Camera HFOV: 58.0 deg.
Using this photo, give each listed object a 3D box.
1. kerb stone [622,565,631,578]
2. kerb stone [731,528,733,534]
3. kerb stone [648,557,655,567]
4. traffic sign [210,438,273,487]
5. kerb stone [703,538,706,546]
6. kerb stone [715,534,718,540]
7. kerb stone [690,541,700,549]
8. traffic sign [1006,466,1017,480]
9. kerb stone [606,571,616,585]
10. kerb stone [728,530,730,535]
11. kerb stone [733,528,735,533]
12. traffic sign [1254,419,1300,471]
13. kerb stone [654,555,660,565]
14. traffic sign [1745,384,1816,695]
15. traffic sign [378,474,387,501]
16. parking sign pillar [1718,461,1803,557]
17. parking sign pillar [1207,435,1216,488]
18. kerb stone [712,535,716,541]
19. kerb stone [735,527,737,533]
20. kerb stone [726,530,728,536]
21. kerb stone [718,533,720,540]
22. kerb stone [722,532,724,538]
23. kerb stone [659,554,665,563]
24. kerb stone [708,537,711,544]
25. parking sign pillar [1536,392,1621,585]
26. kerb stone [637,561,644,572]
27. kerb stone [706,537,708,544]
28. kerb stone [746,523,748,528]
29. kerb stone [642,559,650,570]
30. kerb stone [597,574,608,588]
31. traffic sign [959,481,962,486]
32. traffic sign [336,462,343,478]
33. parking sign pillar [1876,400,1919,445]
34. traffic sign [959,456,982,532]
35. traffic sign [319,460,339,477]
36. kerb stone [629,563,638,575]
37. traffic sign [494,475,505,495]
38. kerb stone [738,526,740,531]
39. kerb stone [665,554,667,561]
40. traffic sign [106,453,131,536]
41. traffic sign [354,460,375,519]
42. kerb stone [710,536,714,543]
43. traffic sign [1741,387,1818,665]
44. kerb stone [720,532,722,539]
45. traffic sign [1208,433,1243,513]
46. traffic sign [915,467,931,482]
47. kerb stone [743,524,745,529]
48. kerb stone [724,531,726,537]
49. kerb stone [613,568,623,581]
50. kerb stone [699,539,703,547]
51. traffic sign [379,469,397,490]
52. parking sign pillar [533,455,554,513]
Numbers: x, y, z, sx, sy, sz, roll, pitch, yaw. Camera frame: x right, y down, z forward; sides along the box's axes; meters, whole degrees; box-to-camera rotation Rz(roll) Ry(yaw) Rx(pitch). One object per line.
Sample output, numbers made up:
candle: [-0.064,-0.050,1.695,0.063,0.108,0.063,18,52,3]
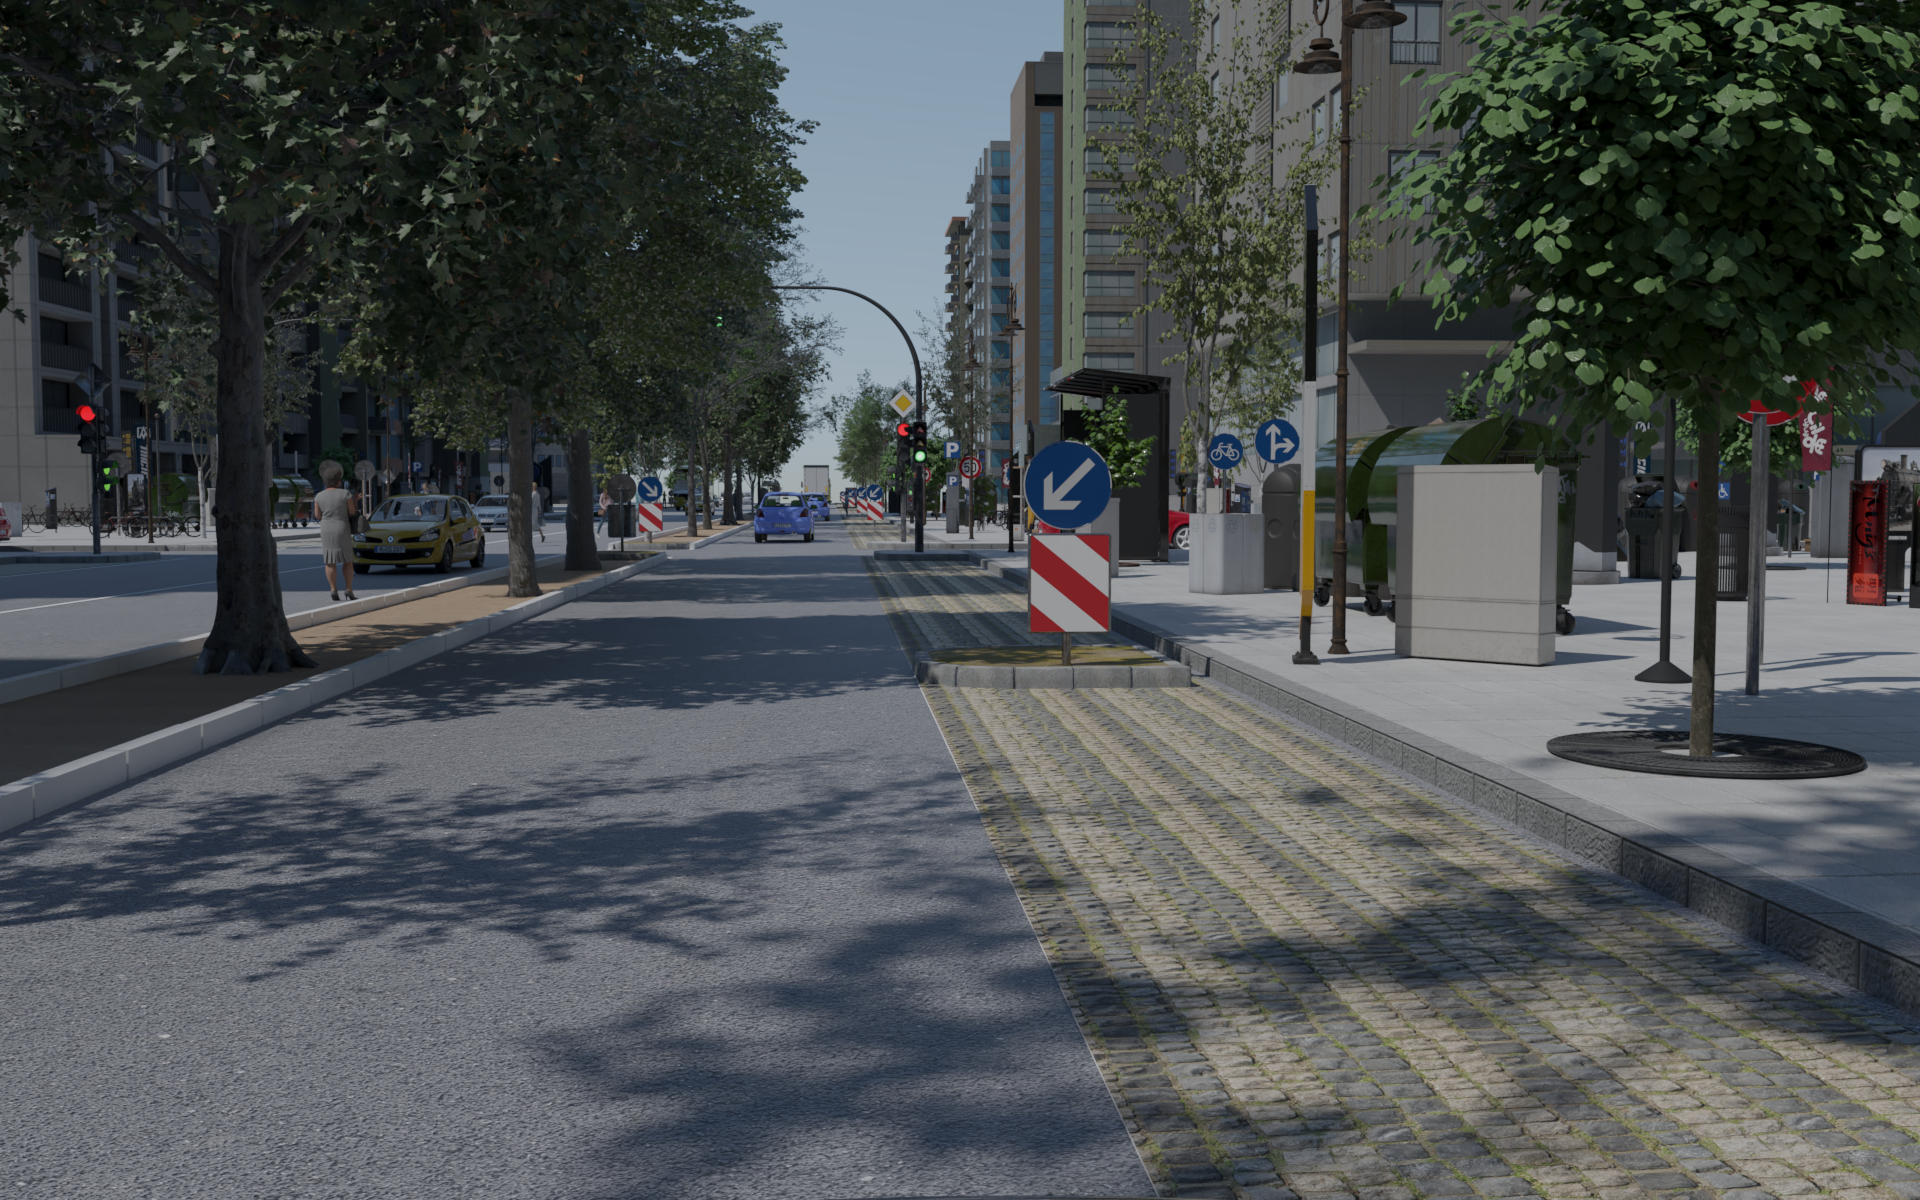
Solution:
kerb stone: [-5.793,-0.455,29.641,0.120,0.150,1.000,0,4,-4]
kerb stone: [-8.143,-2.360,60.836,0.120,0.150,1.000,0,4,-4]
kerb stone: [-6.111,-0.706,33.736,0.120,0.150,1.000,0,4,-4]
traffic sign: [-25.818,-4.181,62.229,2.265,3.308,0.079,0,4,3]
kerb stone: [-7.138,-1.550,47.540,0.120,0.150,1.000,0,4,-4]
kerb stone: [-7.527,-1.863,52.657,0.120,0.150,1.000,0,4,-4]
kerb stone: [-7.000,-1.421,45.490,0.120,0.150,1.000,0,4,-4]
traffic sign: [2.477,-4.807,78.702,0.768,2.556,0.104,0,4,4]
kerb stone: [-5.639,-0.328,27.597,0.120,0.150,1.000,0,4,-4]
kerb stone: [-7.984,-2.237,58.790,0.120,0.150,1.000,0,4,-4]
kerb stone: [-8.215,-2.423,61.855,0.120,0.150,1.000,0,4,-4]
traffic sign: [5.371,-1.794,29.431,0.768,2.556,0.104,0,4,5]
kerb stone: [-6.180,-0.769,34.767,0.120,0.150,1.000,0,4,-4]
traffic sign: [5.063,-0.666,10.993,0.768,2.556,0.104,0,4,4]
traffic sign: [-29.133,-5.225,87.563,0.606,2.300,0.079,0,4,4]
parking sign pillar: [16.410,-2.912,36.088,1.447,3.967,1.447,-1,4,-21]
parking sign pillar: [11.303,-5.516,78.651,1.447,3.967,1.447,1,4,16]
kerb stone: [-7.438,-1.801,51.634,0.120,0.150,1.000,0,4,-4]
kerb stone: [-8.293,-2.488,62.881,0.120,0.150,1.000,0,4,-4]
kerb stone: [-7.910,-2.172,57.770,0.120,0.150,1.000,0,4,-4]
kerb stone: [-7.609,-1.925,53.675,0.120,0.150,1.000,0,4,-4]
kerb stone: [-7.759,-2.049,55.722,0.120,0.150,1.000,0,4,-4]
kerb stone: [-6.260,-0.828,35.787,0.120,0.150,1.000,0,4,-4]
kerb stone: [-7.303,-1.670,49.583,0.120,0.150,1.000,0,4,-4]
parking sign pillar: [8.810,-2.234,25.004,1.447,3.967,1.447,-3,5,-41]
kerb stone: [-5.947,-0.576,31.687,0.120,0.150,1.000,0,4,-4]
kerb stone: [-7.220,-1.612,48.558,0.120,0.150,1.000,0,4,-4]
kerb stone: [-8.909,-2.990,71.079,0.120,0.150,1.000,0,4,-4]
kerb stone: [-6.020,-0.640,32.707,0.120,0.150,1.000,0,4,-4]
kerb stone: [-5.570,-0.267,26.577,0.120,0.150,1.000,0,4,-4]
traffic sign: [0.133,-6.893,112.703,0.884,2.594,0.081,0,4,4]
traffic sign: [-24.561,-4.147,67.909,0.768,2.556,0.104,0,4,0]
parking sign pillar: [26.941,-3.755,49.869,1.447,3.967,1.447,-1,4,-19]
traffic sign: [0.340,-3.536,57.913,0.768,2.556,0.104,0,4,0]
traffic sign: [-23.451,-3.932,64.390,0.768,2.556,0.104,0,4,1]
kerb stone: [-5.872,-0.518,30.667,0.120,0.150,1.000,0,4,-4]
traffic sign: [-31.372,-7.206,117.928,0.768,2.556,0.104,0,4,1]
kerb stone: [-8.448,-2.614,64.933,0.120,0.150,1.000,0,4,-4]
kerb stone: [-6.332,-0.894,36.808,0.120,0.150,1.000,0,4,-4]
traffic sign: [-25.879,-3.250,53.244,0.768,2.556,0.104,0,4,-3]
traffic sign: [-22.412,-3.983,65.220,0.768,2.556,0.104,0,4,-1]
kerb stone: [-7.368,-1.737,50.606,0.120,0.150,1.000,0,4,-4]
traffic sign: [5.987,-0.784,12.924,0.768,2.556,0.104,0,4,1]
kerb stone: [-7.679,-1.988,54.698,0.120,0.150,1.000,0,4,-4]
traffic sign: [5.540,-2.214,36.306,0.768,2.556,0.104,0,4,-1]
traffic sign: [-1.713,-4.893,80.099,0.768,2.556,0.104,0,4,-1]
kerb stone: [-8.759,-2.862,69.025,0.120,0.150,1.000,0,4,-4]
kerb stone: [-7.827,-2.113,56.747,0.120,0.150,1.000,0,4,-4]
kerb stone: [-5.727,-0.393,28.621,0.120,0.150,1.000,0,4,-4]
kerb stone: [-7.060,-1.485,46.510,0.120,0.150,1.000,0,4,-4]
traffic sign: [-25.365,-4.625,76.808,0.795,2.450,0.064,0,4,0]
parking sign pillar: [-28.548,-7.953,118.507,1.447,3.967,1.447,0,4,-3]
